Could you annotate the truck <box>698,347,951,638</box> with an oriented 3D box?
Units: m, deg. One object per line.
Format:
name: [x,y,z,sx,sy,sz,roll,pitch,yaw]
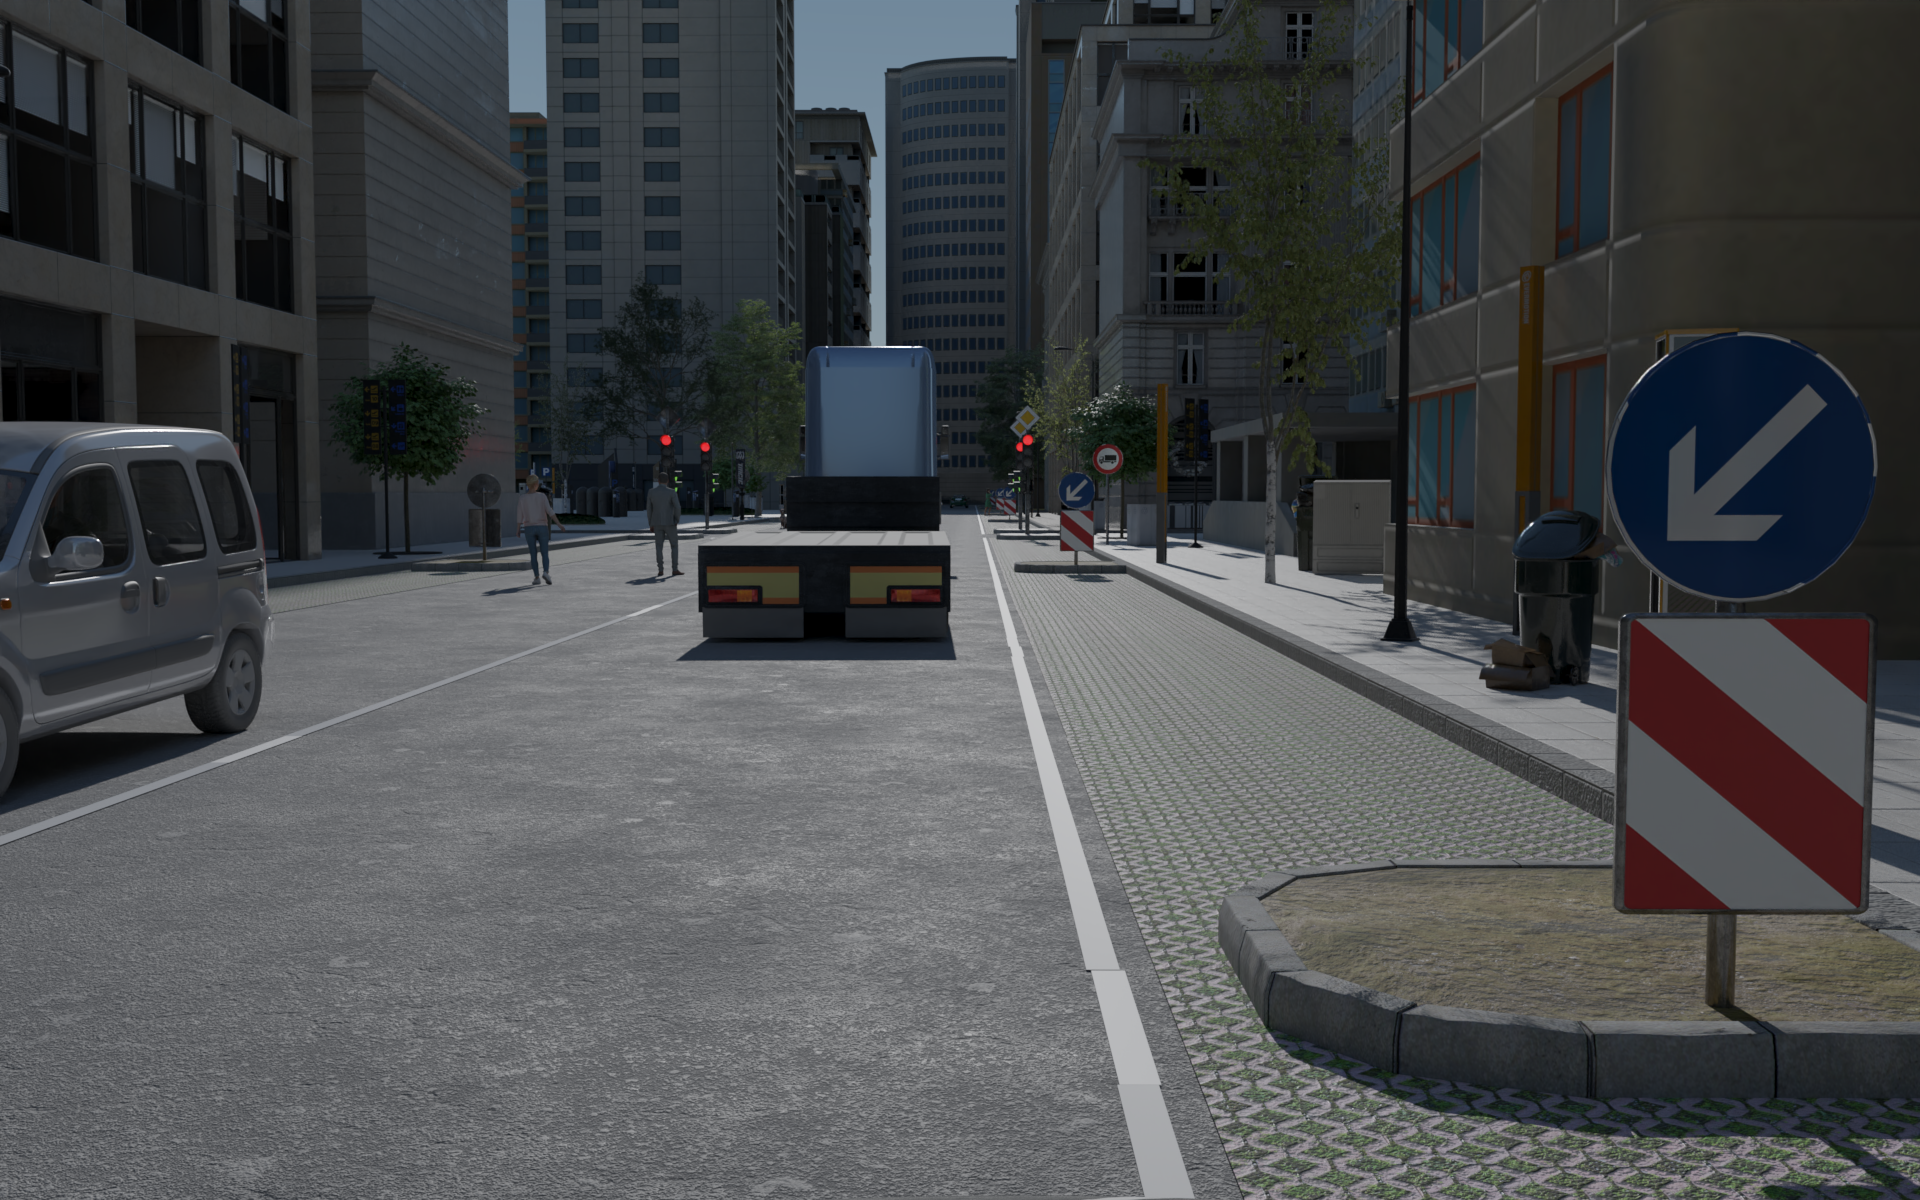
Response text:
truck: [-1.503,-2.208,25.859,2.967,4.110,18.799,0,4,-1]

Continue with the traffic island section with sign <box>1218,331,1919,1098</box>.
traffic island section with sign: [1.812,0.221,5.021,1.989,1.847,2.006,0,4,0]

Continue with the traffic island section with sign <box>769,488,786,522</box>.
traffic island section with sign: [-8.713,-4.904,88.814,1.989,1.847,2.006,0,4,0]

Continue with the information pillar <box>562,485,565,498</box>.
information pillar: [-30.372,-7.857,132.956,0.304,2.012,0.304,0,4,4]

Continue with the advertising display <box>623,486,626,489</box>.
advertising display: [-26.759,-8.139,138.283,0.123,1.923,0.974,-1,4,-19]

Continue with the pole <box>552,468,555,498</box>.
pole: [-31.615,-8.618,134.744,0.158,3.312,0.155,0,3,0]

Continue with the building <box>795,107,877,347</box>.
building: [-23.551,-39.575,236.292,27.495,52.752,28.713,0,4,0]

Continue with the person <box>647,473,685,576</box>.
person: [-5.199,-1.340,30.509,0.635,1.810,0.391,0,4,-1]

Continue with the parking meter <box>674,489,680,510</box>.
parking meter: [-14.967,-5.067,91.259,0.372,1.533,0.369,0,3,0]

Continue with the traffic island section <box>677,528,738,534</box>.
traffic island section: [-9.224,-2.494,63.052,2.009,0.180,2.903,0,4,0]

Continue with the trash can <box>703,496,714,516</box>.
trash can: [-14.473,-5.387,99.730,0.748,1.137,0.748,0,3,0]

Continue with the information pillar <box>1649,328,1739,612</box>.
information pillar: [3.323,-0.207,7.877,0.304,2.012,0.304,1,4,13]

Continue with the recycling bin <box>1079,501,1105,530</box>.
recycling bin: [4.745,-3.042,62.288,0.722,1.027,0.722,-2,4,-25]

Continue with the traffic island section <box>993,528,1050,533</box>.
traffic island section: [2.217,-2.488,62.967,2.009,0.180,2.903,0,4,0]

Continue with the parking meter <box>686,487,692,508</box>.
parking meter: [-20.931,-7.835,133.805,0.399,1.863,0.255,-1,4,-12]

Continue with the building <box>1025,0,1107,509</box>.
building: [13.055,-30.970,156.471,14.600,45.320,14.200,0,4,0]

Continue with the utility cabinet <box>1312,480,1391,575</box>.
utility cabinet: [6.200,-1.146,27.424,1.173,1.500,0.318,1,4,19]

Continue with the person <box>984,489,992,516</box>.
person: [1.825,-6.398,113.349,0.529,1.795,0.600,0,4,-7]

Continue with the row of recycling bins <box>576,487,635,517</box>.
row of recycling bins: [-20.216,-5.535,97.614,3.534,1.692,1.069,2,4,29]

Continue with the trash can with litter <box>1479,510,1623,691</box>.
trash can with litter: [3.938,-0.012,11.581,0.624,1.170,1.055,3,5,42]

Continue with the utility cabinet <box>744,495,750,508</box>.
utility cabinet: [-15.065,-6.813,122.551,0.306,1.237,1.020,0,4,-1]

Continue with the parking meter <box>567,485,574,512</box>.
parking meter: [-23.897,-6.150,106.263,0.255,1.863,0.399,1,4,14]

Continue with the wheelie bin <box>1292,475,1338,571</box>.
wheelie bin: [6.014,-1.291,29.018,0.980,1.594,0.693,1,4,21]

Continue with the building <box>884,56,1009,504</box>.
building: [4.270,-42.175,231.563,28.212,58.520,21.231,0,4,0]

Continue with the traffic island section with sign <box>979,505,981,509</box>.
traffic island section with sign: [2.948,-9.584,165.328,1.989,1.847,2.006,0,4,0]

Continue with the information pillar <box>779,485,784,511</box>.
information pillar: [-13.834,-7.938,134.273,0.304,2.012,0.304,-1,4,-21]

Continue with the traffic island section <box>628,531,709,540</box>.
traffic island section: [-9.281,-2.005,55.068,2.009,0.180,2.903,0,4,0]

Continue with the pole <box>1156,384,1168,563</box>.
pole: [3.746,-2.340,32.095,0.158,3.312,0.155,0,3,0]

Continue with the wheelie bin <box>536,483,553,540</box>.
wheelie bin: [-11.660,-2.462,48.156,0.693,1.594,0.980,-1,4,-18]

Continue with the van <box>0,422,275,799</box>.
van: [-5.172,-0.126,9.074,2.013,2.044,4.112,0,4,2]

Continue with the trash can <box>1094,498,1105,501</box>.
trash can: [4.964,-3.177,63.597,0.748,1.137,0.748,0,3,0]

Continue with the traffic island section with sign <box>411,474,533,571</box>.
traffic island section with sign: [-9.114,-1.479,32.811,1.989,1.847,2.006,0,4,0]

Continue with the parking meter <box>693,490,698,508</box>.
parking meter: [-18.476,-6.885,120.976,0.372,1.533,0.369,0,3,0]

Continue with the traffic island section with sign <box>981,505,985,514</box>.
traffic island section with sign: [2.595,-6.517,115.173,1.989,1.847,2.006,0,4,0]

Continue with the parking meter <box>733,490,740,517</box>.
parking meter: [-12.636,-5.465,97.762,0.372,1.533,0.369,0,3,0]

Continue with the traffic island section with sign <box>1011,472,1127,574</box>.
traffic island section with sign: [2.000,-1.428,31.975,1.989,1.847,2.006,0,4,0]

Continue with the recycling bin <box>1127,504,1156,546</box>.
recycling bin: [4.608,-1.866,43.055,0.722,1.027,0.722,-1,4,-17]

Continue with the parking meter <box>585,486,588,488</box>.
parking meter: [-28.746,-7.797,133.186,0.255,1.863,0.399,-1,4,-16]

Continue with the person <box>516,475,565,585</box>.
person: [-6.626,-1.118,27.451,0.731,1.740,0.598,-2,4,-24]

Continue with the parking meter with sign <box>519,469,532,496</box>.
parking meter with sign: [-30.615,-7.681,121.842,1.738,3.016,0.543,2,4,34]

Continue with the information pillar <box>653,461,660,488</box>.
information pillar: [-21.305,-7.973,121.705,0.504,3.616,0.183,1,4,15]

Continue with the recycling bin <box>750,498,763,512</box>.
recycling bin: [-14.772,-6.914,125.599,0.722,1.027,0.722,-2,4,-26]

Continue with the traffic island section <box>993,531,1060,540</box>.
traffic island section: [2.160,-2.000,54.982,2.009,0.180,2.903,0,4,0]

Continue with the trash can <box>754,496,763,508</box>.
trash can: [-15.489,-7.434,133.206,0.748,1.137,0.748,0,3,0]

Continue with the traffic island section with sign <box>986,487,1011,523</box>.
traffic island section with sign: [2.394,-4.828,87.565,1.989,1.847,2.006,0,4,0]

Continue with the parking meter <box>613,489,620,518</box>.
parking meter: [-18.720,-5.256,94.351,0.372,1.533,0.369,0,3,0]

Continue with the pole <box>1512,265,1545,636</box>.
pole: [5.122,-1.331,15.599,0.158,3.312,0.155,0,3,0]

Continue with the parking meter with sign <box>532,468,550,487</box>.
parking meter with sign: [-27.637,-7.245,114.709,0.543,3.016,1.738,-2,4,-29]

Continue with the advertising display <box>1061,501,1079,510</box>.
advertising display: [4.857,-4.309,75.662,0.974,1.923,0.123,2,4,34]

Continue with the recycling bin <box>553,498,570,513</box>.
recycling bin: [-23.465,-5.472,102.020,0.722,1.027,0.722,2,4,24]

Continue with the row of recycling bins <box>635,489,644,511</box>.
row of recycling bins: [-25.028,-7.489,129.556,1.069,1.692,3.534,2,4,35]

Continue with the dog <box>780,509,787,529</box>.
dog: [-7.134,-3.336,71.380,0.800,0.831,0.513,-2,4,-32]
